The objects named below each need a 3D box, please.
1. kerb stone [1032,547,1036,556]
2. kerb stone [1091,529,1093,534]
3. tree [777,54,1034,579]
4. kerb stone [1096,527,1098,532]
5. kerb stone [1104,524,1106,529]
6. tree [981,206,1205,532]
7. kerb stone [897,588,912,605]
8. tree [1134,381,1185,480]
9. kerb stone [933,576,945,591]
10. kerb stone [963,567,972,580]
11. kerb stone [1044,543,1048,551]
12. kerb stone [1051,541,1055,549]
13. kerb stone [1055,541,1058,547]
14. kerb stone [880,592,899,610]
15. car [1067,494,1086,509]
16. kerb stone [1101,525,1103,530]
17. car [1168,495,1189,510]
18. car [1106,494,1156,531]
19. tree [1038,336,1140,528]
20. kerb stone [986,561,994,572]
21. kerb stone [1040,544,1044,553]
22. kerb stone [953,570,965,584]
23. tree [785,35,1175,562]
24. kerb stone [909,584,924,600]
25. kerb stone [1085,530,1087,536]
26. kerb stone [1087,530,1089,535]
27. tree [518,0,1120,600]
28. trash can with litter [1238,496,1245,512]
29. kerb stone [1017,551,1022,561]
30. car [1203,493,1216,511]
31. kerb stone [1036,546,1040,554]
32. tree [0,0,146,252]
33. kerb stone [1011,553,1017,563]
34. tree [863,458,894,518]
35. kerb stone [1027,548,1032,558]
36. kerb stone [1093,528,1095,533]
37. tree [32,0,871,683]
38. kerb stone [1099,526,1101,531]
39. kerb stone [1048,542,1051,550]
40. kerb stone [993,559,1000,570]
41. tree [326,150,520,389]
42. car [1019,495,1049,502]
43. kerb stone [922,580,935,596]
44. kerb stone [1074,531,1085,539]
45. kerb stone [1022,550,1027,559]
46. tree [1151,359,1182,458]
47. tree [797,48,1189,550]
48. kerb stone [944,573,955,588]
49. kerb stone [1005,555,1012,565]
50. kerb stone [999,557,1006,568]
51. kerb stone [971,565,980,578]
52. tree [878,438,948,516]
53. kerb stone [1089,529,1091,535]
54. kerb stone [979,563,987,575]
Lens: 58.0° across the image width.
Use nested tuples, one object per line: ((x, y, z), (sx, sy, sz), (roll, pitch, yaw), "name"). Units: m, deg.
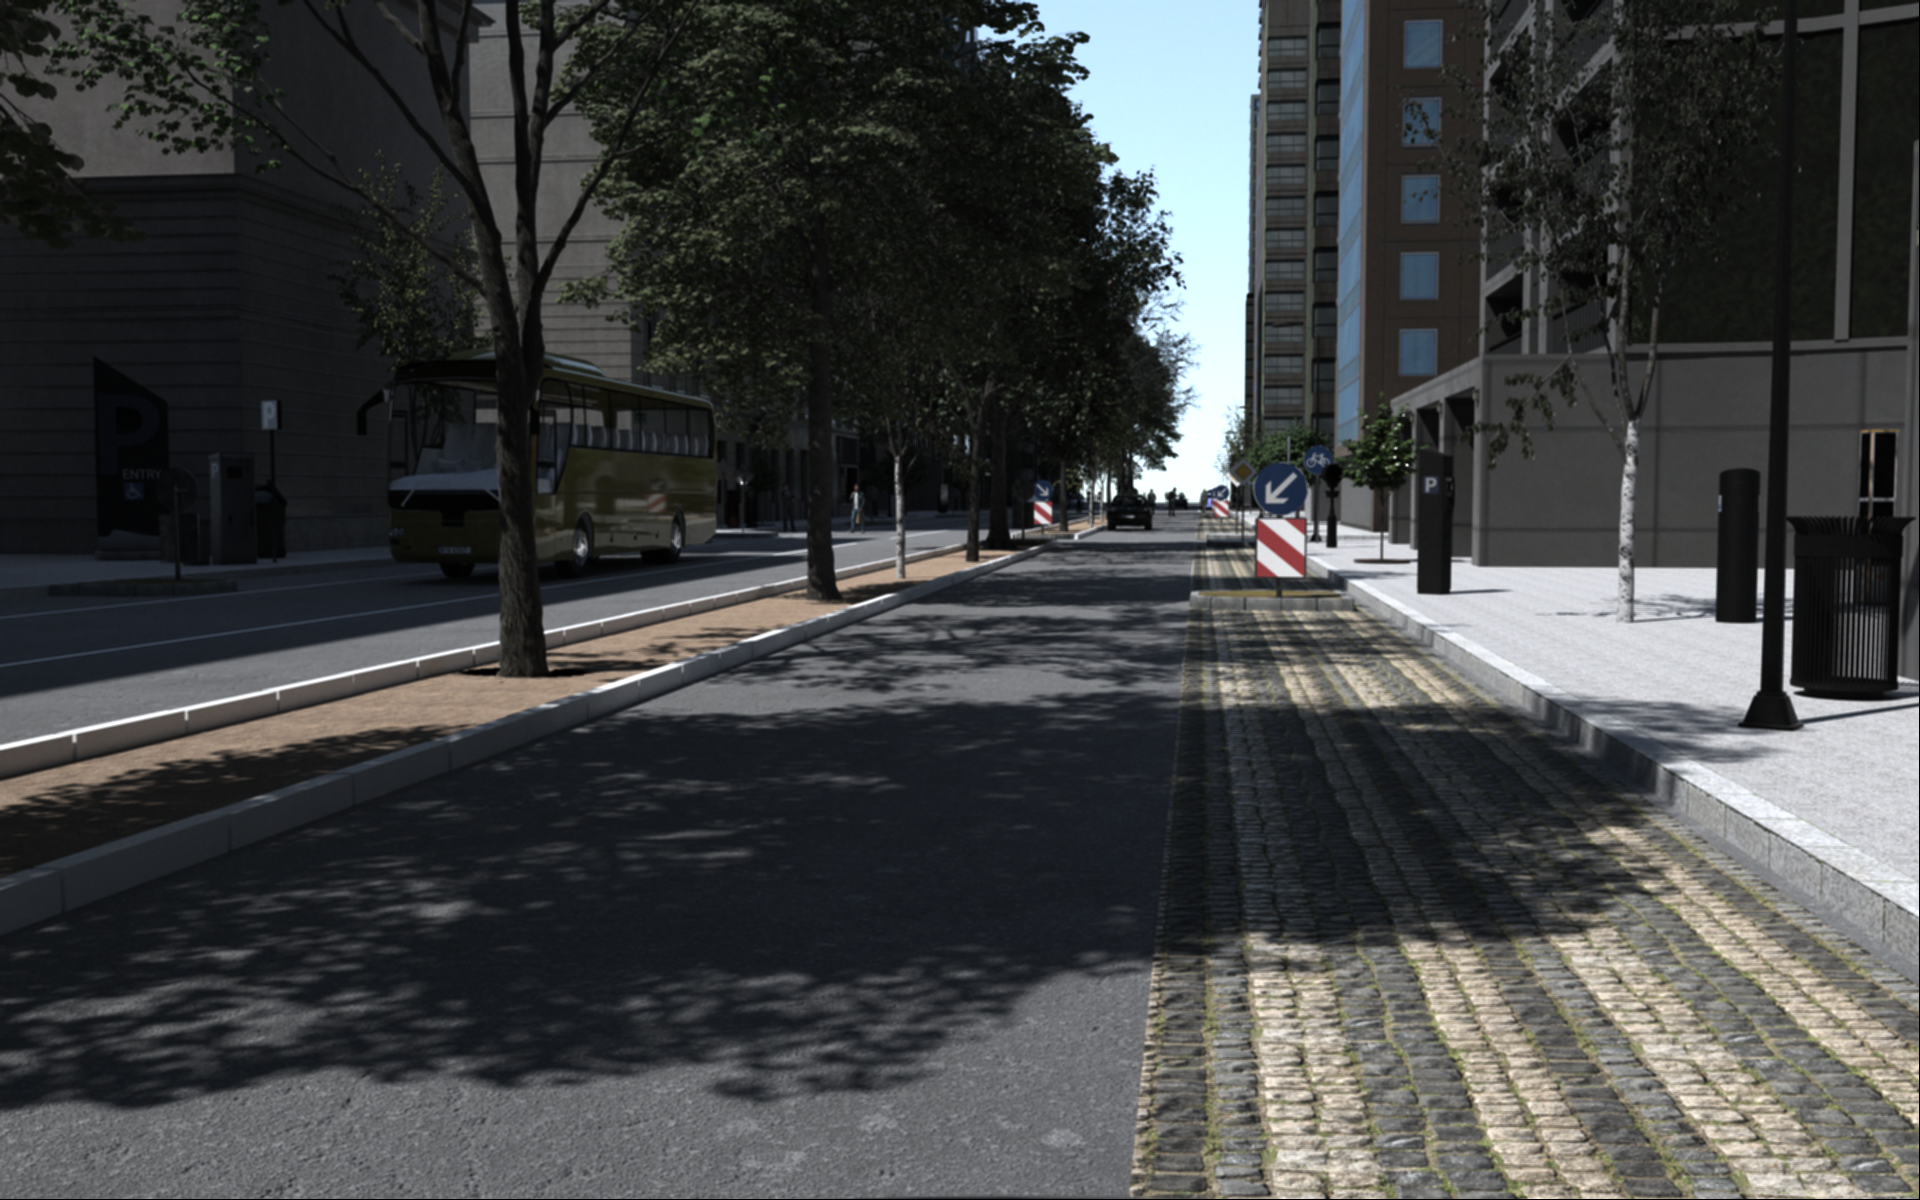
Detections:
((1.588, -1.087, 39.976), (0.120, 0.150, 1.000), (0, 4, 8), "kerb stone")
((4.481, -2.362, 60.807), (0.120, 0.150, 1.000), (0, 4, 8), "kerb stone")
((-1.017, -4.642, 28.714), (4.360, 8.622, 3.978), (0, 3, 0), "tree")
((4.902, -2.548, 63.859), (0.120, 0.150, 1.000), (0, 4, 8), "kerb stone")
((5.605, -2.857, 68.932), (0.120, 0.150, 1.000), (0, 4, 8), "kerb stone")
((3.885, -9.296, 64.820), (12.009, 13.543, 11.850), (0, 3, 0), "tree")
((-0.805, -0.025, 22.695), (0.120, 0.150, 1.000), (0, 4, 8), "kerb stone")
((12.543, -12.597, 126.543), (7.486, 12.596, 7.792), (0, 3, 0), "tree")
((-0.389, -0.214, 25.748), (0.120, 0.150, 1.000), (0, 4, 8), "kerb stone")
((0.038, -0.404, 28.795), (0.120, 0.150, 1.000), (0, 4, 8), "kerb stone")
((2.014, -1.269, 43.025), (0.120, 0.150, 1.000), (0, 4, 8), "kerb stone")
((2.294, -1.391, 45.051), (0.120, 0.150, 1.000), (0, 4, 8), "kerb stone")
((2.435, -1.460, 46.073), (0.120, 0.150, 1.000), (0, 4, 8), "kerb stone")
((-0.941, 0.032, 21.677), (0.120, 0.150, 1.000), (0, 4, 8), "kerb stone")
((10.937, -9.279, 163.710), (2.014, 1.417, 4.499), (0, 4, 8), "car")
((5.328, -2.733, 66.899), (0.120, 0.150, 1.000), (0, 4, 8), "kerb stone")
((20.378, -9.118, 161.658), (1.945, 1.354, 3.894), (0, 4, 8), "car")
((6.821, -3.644, 69.368), (2.009, 1.686, 4.222), (0, 4, 7), "car")
((5.549, -7.367, 73.277), (4.737, 8.622, 4.395), (0, 3, 0), "tree")
((0.453, -0.590, 31.836), (0.120, 0.150, 1.000), (0, 4, 8), "kerb stone")
((1.872, -1.212, 42.012), (0.120, 0.150, 1.000), (0, 4, 8), "kerb stone")
((-0.094, -0.342, 27.782), (0.120, 0.150, 1.000), (0, 4, 8), "kerb stone")
((0.190, -6.049, 35.773), (8.767, 10.594, 7.601), (0, 4, 8), "tree")
((-0.662, -0.087, 23.708), (0.120, 0.150, 1.000), (0, 4, 8), "kerb stone")
((4.049, -2.171, 57.763), (0.120, 0.150, 1.000), (0, 4, 8), "kerb stone")
((4.189, -2.237, 58.775), (0.120, 0.150, 1.000), (0, 4, 8), "kerb stone")
((-1.819, -6.237, 22.566), (7.486, 12.596, 7.792), (0, 3, 0), "tree")
((20.771, -7.109, 127.619), (0.624, 1.170, 1.055), (-1, 4, -10), "trash can with litter")
((1.166, -0.901, 36.928), (0.120, 0.150, 1.000), (0, 4, 8), "kerb stone")
((22.039, -8.641, 150.866), (1.945, 1.707, 3.694), (1, 4, 8), "car")
((1.733, -1.150, 40.995), (0.120, 0.150, 1.000), (0, 4, 8), "kerb stone")
((-4.497, -5.141, 4.644), (7.486, 12.596, 7.792), (0, 3, 0), "tree")
((1.026, -0.838, 35.916), (0.120, 0.150, 1.000), (0, 4, 8), "kerb stone")
((-4.316, -5.977, 92.332), (1.663, 3.219, 1.824), (0, 3, 0), "tree")
((1.452, -1.025, 38.963), (0.120, 0.150, 1.000), (0, 4, 8), "kerb stone")
((4.623, -2.424, 61.829), (0.120, 0.150, 1.000), (0, 4, 8), "kerb stone")
((-3.525, -5.211, 13.412), (9.928, 11.665, 9.643), (0, 3, 0), "tree")
((5.177, -2.672, 65.888), (0.120, 0.150, 1.000), (0, 4, 8), "kerb stone")
((2.152, -1.333, 44.038), (0.120, 0.150, 1.000), (0, 4, 8), "kerb stone")
((0.600, -0.652, 32.856), (0.120, 0.150, 1.000), (0, 4, 8), "kerb stone")
((-11.680, -5.357, 37.949), (4.737, 8.622, 4.395), (0, 3, 0), "tree")
((5.173, -6.531, 119.148), (2.083, 1.381, 4.827), (0, 4, 8), "car")
((-0.522, -0.147, 24.735), (0.120, 0.150, 1.000), (0, 4, 8), "kerb stone")
((3.916, -2.113, 56.747), (0.120, 0.150, 1.000), (0, 4, 8), "kerb stone")
((1.305, -0.963, 37.951), (0.120, 0.150, 1.000), (0, 4, 8), "kerb stone")
((11.568, -11.598, 117.832), (9.928, 11.665, 9.643), (0, 3, 0), "tree")
((0.992, -7.639, 44.370), (9.611, 12.733, 9.660), (0, 3, 0), "tree")
((-0.249, -0.280, 26.767), (0.120, 0.150, 1.000), (0, 4, 8), "kerb stone")
((0.876, -0.773, 34.896), (0.120, 0.150, 1.000), (0, 4, 8), "kerb stone")
((0.742, -0.709, 33.873), (0.120, 0.150, 1.000), (0, 4, 8), "kerb stone")
((0.174, -0.466, 29.809), (0.120, 0.150, 1.000), (0, 4, 8), "kerb stone")
((-3.213, -7.187, 101.227), (4.285, 4.588, 4.351), (0, 3, 0), "tree")
((4.332, -2.299, 59.787), (0.120, 0.150, 1.000), (0, 4, 8), "kerb stone")
((0.320, -0.528, 30.821), (0.120, 0.150, 1.000), (0, 4, 8), "kerb stone")
